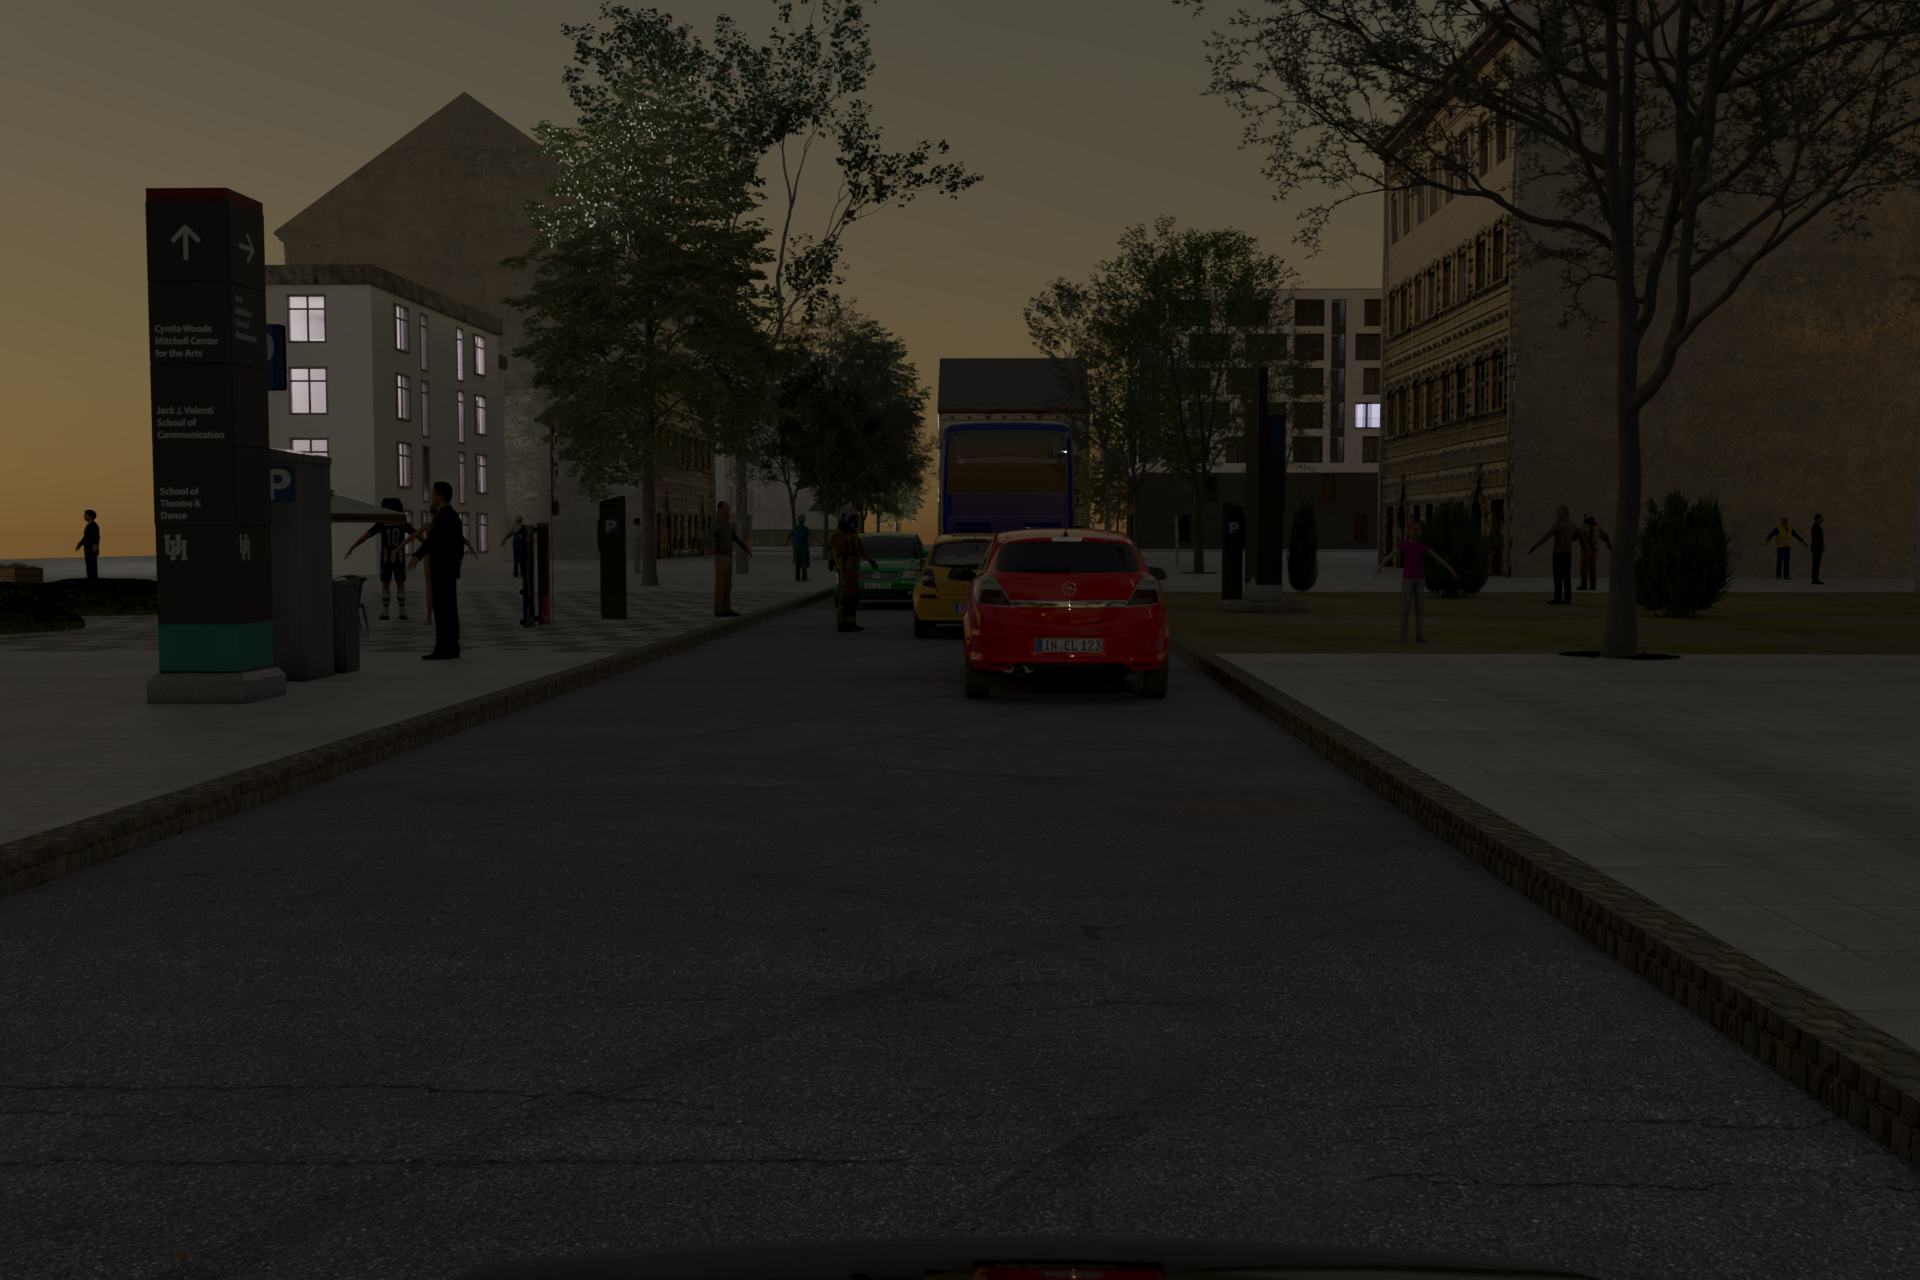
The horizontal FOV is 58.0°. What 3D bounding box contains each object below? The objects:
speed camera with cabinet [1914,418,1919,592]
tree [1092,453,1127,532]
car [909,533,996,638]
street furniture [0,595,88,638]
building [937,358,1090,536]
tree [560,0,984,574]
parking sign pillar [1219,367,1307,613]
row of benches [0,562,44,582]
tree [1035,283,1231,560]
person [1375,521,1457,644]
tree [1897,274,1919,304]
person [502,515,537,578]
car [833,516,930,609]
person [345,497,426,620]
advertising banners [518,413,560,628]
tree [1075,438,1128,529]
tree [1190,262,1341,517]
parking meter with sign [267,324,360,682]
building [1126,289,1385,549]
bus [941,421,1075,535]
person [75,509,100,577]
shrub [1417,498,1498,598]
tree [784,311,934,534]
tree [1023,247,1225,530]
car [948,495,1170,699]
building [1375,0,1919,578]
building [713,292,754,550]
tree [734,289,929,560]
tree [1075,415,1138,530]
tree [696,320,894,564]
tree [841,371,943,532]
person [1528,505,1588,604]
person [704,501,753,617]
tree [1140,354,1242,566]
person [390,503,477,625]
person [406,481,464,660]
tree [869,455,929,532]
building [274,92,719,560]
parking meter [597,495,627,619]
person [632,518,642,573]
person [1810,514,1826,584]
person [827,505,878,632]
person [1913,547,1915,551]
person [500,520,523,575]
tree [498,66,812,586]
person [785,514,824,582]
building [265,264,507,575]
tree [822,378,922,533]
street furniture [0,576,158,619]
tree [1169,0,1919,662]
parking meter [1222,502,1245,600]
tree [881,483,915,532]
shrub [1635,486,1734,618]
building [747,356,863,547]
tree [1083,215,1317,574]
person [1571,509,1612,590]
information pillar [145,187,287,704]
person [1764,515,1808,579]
[{"bbox_3d":[3.998,-0.698,5.752,0.660,3.252,2.038,0,4,1],"label":"speed camera with cabinet"},{"bbox_3d":[19.869,-18.077,213.686,7.486,12.596,7.792,0,3,0],"label":"tree"},{"bbox_3d":[0.236,-0.918,25.238,2.015,1.641,3.980,0,4,1],"label":"car"},{"bbox_3d":[-14.627,-0.218,19.194,5.734,0.657,10.072,1,4,14],"label":"street furniture"},{"bbox_3d":[6.539,-23.328,214.805,18.063,23.208,19.493,0,4,1],"label":"building"},{"bbox_3d":[-5.712,-12.163,54.756,12.611,20.169,13.585,0,3,0],"label":"tree"},{"bbox_3d":[5.026,-2.456,28.629,1.447,3.967,1.447,0,4,0],"label":"parking sign pillar"},{"bbox_3d":[-22.001,-1.441,39.017,4.104,0.672,1.422,3,4,36],"label":"row of benches"},{"bbox_3d":[8.637,-10.672,84.860,12.009,13.543,11.850,0,3,0],"label":"tree"},{"bbox_3d":[5.319,-0.672,20.251,0.991,1.433,0.599,0,4,-6],"label":"person"},{"bbox_3d":[19.052,-4.973,31.673,4.360,8.622,3.978,0,3,0],"label":"tree"},{"bbox_3d":[-12.972,-2.763,51.031,1.347,1.847,0.705,1,4,21],"label":"person"},{"bbox_3d":[-1.482,-1.577,34.578,1.959,1.807,4.718,0,4,2],"label":"car"},{"bbox_3d":[-8.500,-1.211,25.949,1.345,1.843,0.704,-1,4,-22],"label":"person"},{"bbox_3d":[-5.913,-1.732,24.513,0.090,3.025,2.074,0,4,2],"label":"advertising banners"},{"bbox_3d":[9.838,-10.707,125.425,4.737,8.622,4.395,0,3,0],"label":"tree"},{"bbox_3d":[8.360,-5.924,47.217,4.360,8.622,3.978,0,3,0],"label":"tree"},{"bbox_3d":[-5.853,-1.165,15.304,0.543,3.016,1.738,0,4,2],"label":"parking meter with sign"},{"bbox_3d":[29.244,-19.372,160.704,27.936,21.610,32.646,0,4,1],"label":"building"},{"bbox_3d":[1.047,-2.883,38.681,2.896,3.916,12.251,0,4,1],"label":"bus"},{"bbox_3d":[-18.628,-1.889,37.071,0.705,1.806,1.347,-3,5,-42],"label":"person"},{"bbox_3d":[9.900,-1.855,34.749,1.690,2.028,1.600,0,3,0],"label":"shrub"},{"bbox_3d":[-6.182,-11.892,101.090,9.857,13.997,8.962,0,3,0],"label":"tree"},{"bbox_3d":[11.014,-15.756,113.492,12.611,20.169,13.585,0,3,0],"label":"tree"},{"bbox_3d":[0.946,-0.461,16.579,2.155,1.783,4.494,0,4,1],"label":"car"},{"bbox_3d":[25.582,-13.934,58.758,19.493,23.208,18.063,0,4,2],"label":"building"},{"bbox_3d":[-23.114,-17.134,136.566,16.016,20.090,11.380,0,4,1],"label":"building"},{"bbox_3d":[-6.601,-10.755,86.212,12.009,13.543,11.850,0,3,0],"label":"tree"},{"bbox_3d":[9.238,-9.432,104.579,4.360,8.622,3.978,0,3,0],"label":"tree"},{"bbox_3d":[-7.063,-8.566,74.472,8.767,10.594,7.601,-1,4,-8],"label":"tree"},{"bbox_3d":[-5.853,-13.160,125.534,12.009,13.543,11.850,0,3,0],"label":"tree"},{"bbox_3d":[10.980,-1.560,31.640,1.348,1.813,0.705,-2,4,-23],"label":"person"},{"bbox_3d":[-3.646,-1.261,26.885,0.705,1.796,1.348,2,4,23],"label":"person"},{"bbox_3d":[8.884,-7.280,69.385,4.737,8.622,4.395,0,3,0],"label":"tree"},{"bbox_3d":[-7.402,-1.078,24.422,1.217,1.733,0.721,-2,4,-31],"label":"person"},{"bbox_3d":[-5.326,-0.718,17.788,0.704,1.823,1.345,0,4,4],"label":"person"},{"bbox_3d":[-7.579,-18.251,216.535,7.486,12.596,7.792,0,3,0],"label":"tree"},{"bbox_3d":[-24.351,-16.193,95.683,19.493,23.208,18.063,0,4,2],"label":"building"},{"bbox_3d":[-5.267,-1.254,26.215,0.399,1.863,0.255,0,4,0],"label":"parking meter"},{"bbox_3d":[-10.518,-3.085,56.630,0.705,1.806,1.347,-1,4,-20],"label":"person"},{"bbox_3d":[21.990,-2.333,44.364,0.704,1.802,1.346,1,4,22],"label":"person"},{"bbox_3d":[-1.622,-1.052,25.430,0.705,1.858,1.354,2,4,26],"label":"person"},{"bbox_3d":[21.662,-2.006,38.571,0.705,1.856,1.354,0,4,4],"label":"person"},{"bbox_3d":[-13.776,-2.900,53.872,0.721,1.772,1.216,3,5,39],"label":"person"},{"bbox_3d":[-7.457,-7.604,42.448,7.486,12.596,7.792,0,3,0],"label":"tree"},{"bbox_3d":[-4.236,-2.476,46.602,1.347,1.817,0.704,2,4,35],"label":"person"},{"bbox_3d":[-22.491,-7.709,68.187,9.099,9.664,28.070,0,4,1],"label":"building"},{"bbox_3d":[-6.200,-11.380,111.815,9.928,11.665,9.643,0,3,0],"label":"tree"},{"bbox_3d":[-15.714,-0.901,30.364,10.072,0.657,5.734,2,4,35],"label":"street furniture"},{"bbox_3d":[6.968,-6.551,17.476,12.009,13.543,11.850,0,3,0],"label":"tree"},{"bbox_3d":[5.007,-1.591,31.720,0.399,1.863,0.255,0,4,2],"label":"parking meter"},{"bbox_3d":[-7.536,-15.851,209.532,4.737,8.622,4.395,0,3,0],"label":"tree"},{"bbox_3d":[11.108,-1.369,26.804,1.690,2.028,1.600,0,3,0],"label":"shrub"},{"bbox_3d":[-20.234,-19.658,187.868,16.747,18.905,31.486,0,4,2],"label":"building"},{"bbox_3d":[7.739,-7.961,55.925,9.928,11.665,9.643,0,3,0],"label":"tree"},{"bbox_3d":[14.384,-2.073,39.670,1.354,1.858,0.705,-1,4,-16],"label":"person"},{"bbox_3d":[-5.758,-1.465,13.334,0.750,3.857,0.750,0,4,2],"label":"information pillar"},{"bbox_3d":[23.300,-2.629,48.951,1.349,1.833,0.705,-1,4,-9],"label":"person"}]
